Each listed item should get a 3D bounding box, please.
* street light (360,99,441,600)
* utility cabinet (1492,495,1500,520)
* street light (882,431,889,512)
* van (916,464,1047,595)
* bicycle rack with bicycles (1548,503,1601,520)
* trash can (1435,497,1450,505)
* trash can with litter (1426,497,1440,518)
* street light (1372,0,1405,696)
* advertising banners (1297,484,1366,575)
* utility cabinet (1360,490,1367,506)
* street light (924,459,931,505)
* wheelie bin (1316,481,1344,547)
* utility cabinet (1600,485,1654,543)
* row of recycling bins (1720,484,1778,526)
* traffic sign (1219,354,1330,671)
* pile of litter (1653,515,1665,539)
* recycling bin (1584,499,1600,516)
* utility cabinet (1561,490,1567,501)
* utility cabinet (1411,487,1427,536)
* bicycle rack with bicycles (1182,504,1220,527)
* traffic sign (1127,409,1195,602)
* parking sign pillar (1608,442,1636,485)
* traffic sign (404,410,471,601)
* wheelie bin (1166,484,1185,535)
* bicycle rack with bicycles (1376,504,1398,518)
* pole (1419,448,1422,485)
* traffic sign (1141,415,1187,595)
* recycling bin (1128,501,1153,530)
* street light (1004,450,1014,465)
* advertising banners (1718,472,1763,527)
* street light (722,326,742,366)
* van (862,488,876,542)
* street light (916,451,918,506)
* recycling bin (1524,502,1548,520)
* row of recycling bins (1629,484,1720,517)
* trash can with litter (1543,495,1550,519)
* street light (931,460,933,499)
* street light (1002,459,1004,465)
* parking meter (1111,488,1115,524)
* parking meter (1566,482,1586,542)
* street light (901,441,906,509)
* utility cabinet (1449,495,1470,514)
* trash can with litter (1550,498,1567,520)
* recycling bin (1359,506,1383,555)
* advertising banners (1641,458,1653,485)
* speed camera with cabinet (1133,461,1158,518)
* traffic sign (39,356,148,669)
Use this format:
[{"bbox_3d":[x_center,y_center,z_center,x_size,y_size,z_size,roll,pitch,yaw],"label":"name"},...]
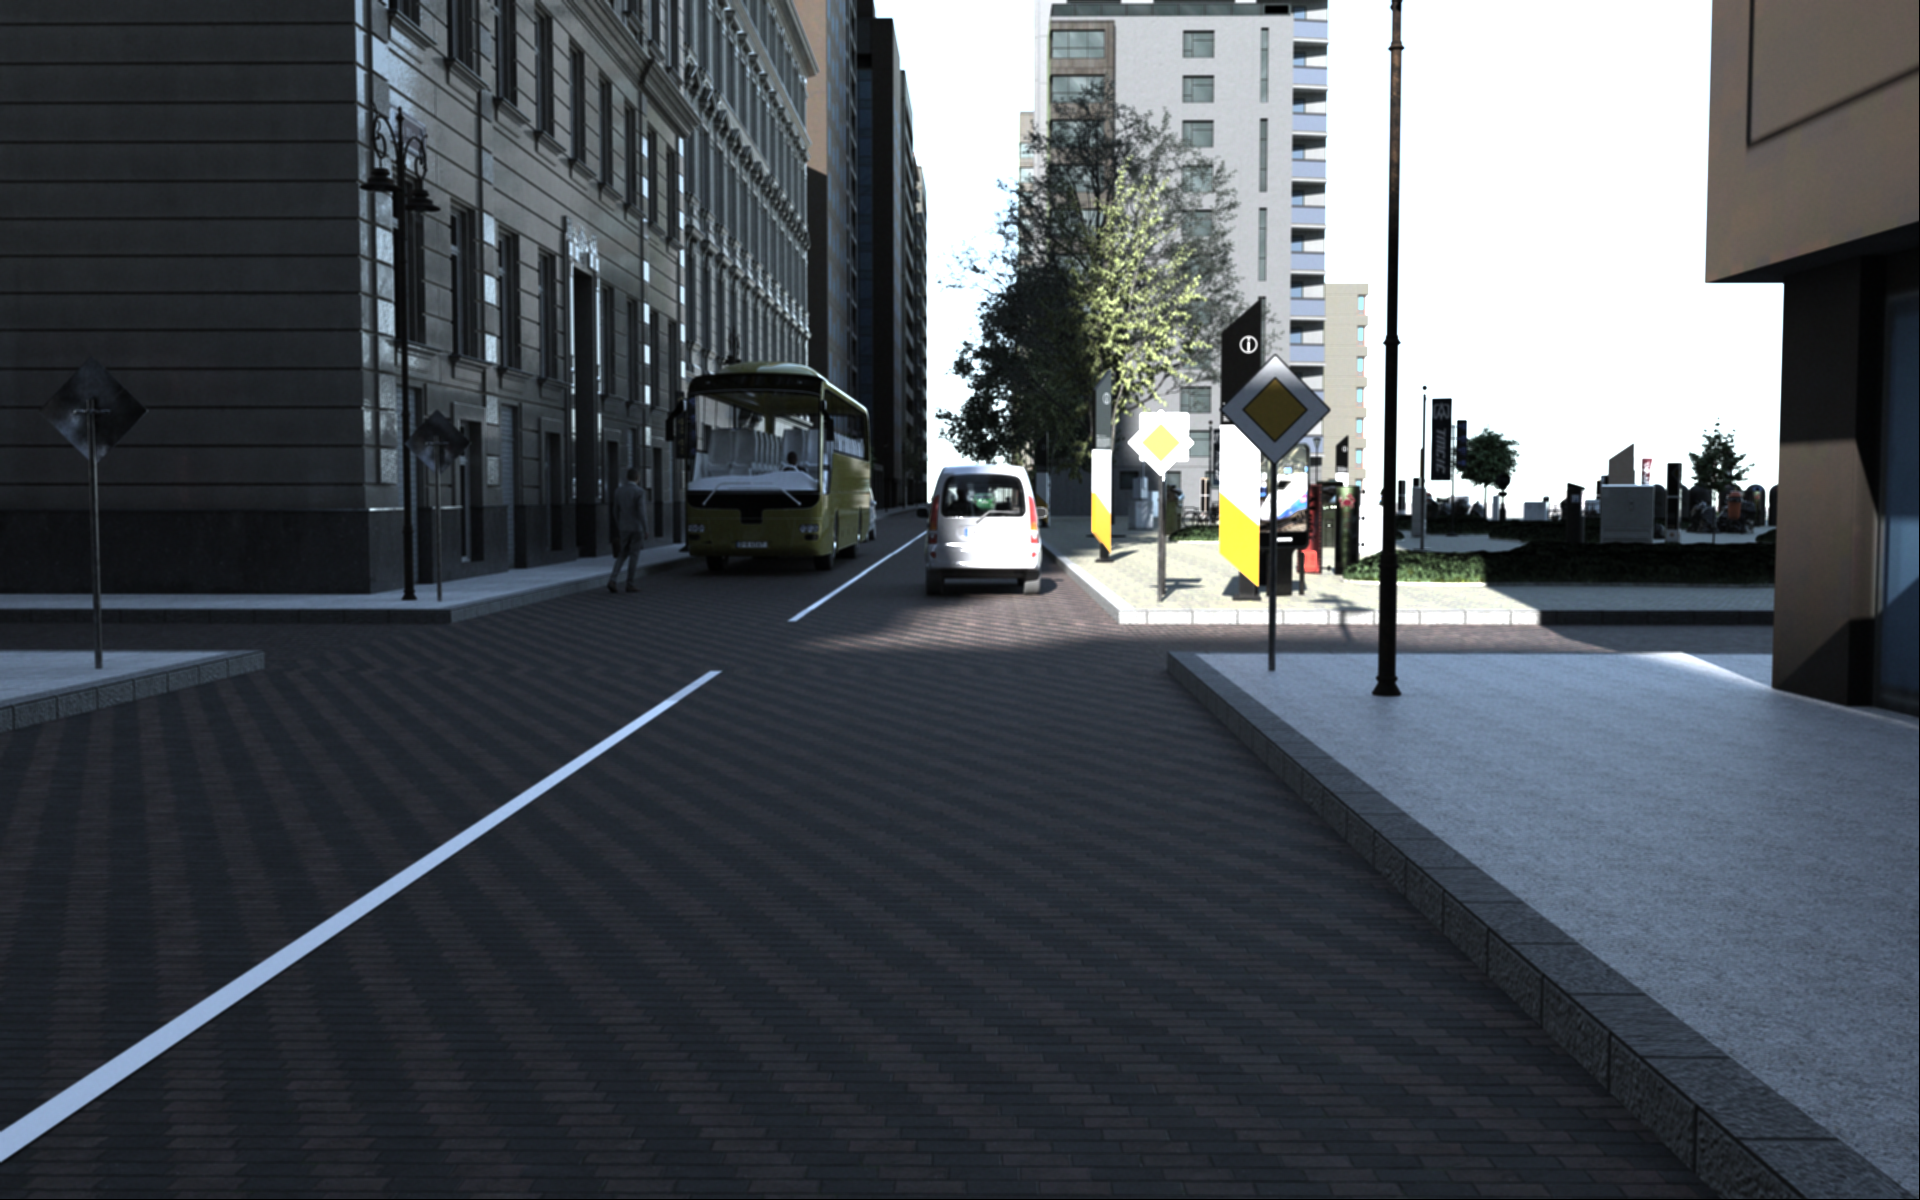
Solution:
[{"bbox_3d":[-6.679,-2.938,20.830,0.468,5.910,1.993,0,4,1],"label":"street light"},{"bbox_3d":[26.041,-4.460,84.089,0.306,1.237,1.020,1,4,21],"label":"utility cabinet"},{"bbox_3d":[-5.298,-9.269,124.336,0.468,5.910,1.993,0,4,1],"label":"street light"},{"bbox_3d":[0.330,-1.163,26.023,2.013,2.044,4.112,0,3,0],"label":"van"},{"bbox_3d":[25.749,-3.609,72.388,2.925,0.926,2.852,-3,5,-40],"label":"bicycle rack with bicycles"},{"bbox_3d":[23.467,-4.438,84.208,0.748,1.137,0.748,0,3,0],"label":"trash can"},{"bbox_3d":[19.139,-3.538,69.241,1.055,1.170,0.624,1,4,16],"label":"trash can with litter"},{"bbox_3d":[2.728,-2.331,10.899,0.468,5.910,1.993,0,4,1],"label":"street light"},{"bbox_3d":[5.653,-1.935,27.825,0.090,3.025,2.074,-3,4,-39],"label":"advertising banners"},{"bbox_3d":[21.854,-5.215,93.942,0.318,1.500,1.173,0,4,7],"label":"utility cabinet"},{"bbox_3d":[-4.097,-14.390,208.064,0.468,5.910,1.993,0,4,1],"label":"street light"},{"bbox_3d":[8.942,-2.071,41.773,0.980,1.594,0.693,1,4,12],"label":"wheelie bin"},{"bbox_3d":[15.970,-2.005,41.464,1.173,1.500,0.318,2,4,24],"label":"utility cabinet"},{"bbox_3d":[32.745,-3.866,70.320,3.534,1.692,1.069,1,4,14],"label":"row of recycling bins"},{"bbox_3d":[2.266,-0.544,12.535,0.795,2.450,0.064,0,4,1],"label":"traffic sign"},{"bbox_3d":[19.992,-2.220,50.256,1.176,0.858,1.719,-2,4,-31],"label":"pile of litter"},{"bbox_3d":[30.186,-4.280,82.525,0.722,1.027,0.722,0,4,5],"label":"recycling bin"},{"bbox_3d":[33.521,-5.273,94.894,0.318,1.500,1.173,-2,4,-29],"label":"utility cabinet"},{"bbox_3d":[13.837,-2.659,52.147,0.318,1.500,1.173,1,4,22],"label":"utility cabinet"},{"bbox_3d":[9.647,-3.116,64.326,2.925,0.926,2.852,2,4,25],"label":"bicycle rack with bicycles"},{"bbox_3d":[2.371,-1.032,20.520,0.795,2.450,0.064,0,4,1],"label":"traffic sign"},{"bbox_3d":[34.638,-6.251,90.684,1.447,3.967,1.447,3,4,37],"label":"parking sign pillar"},{"bbox_3d":[-6.222,-1.040,20.653,0.795,2.450,0.064,0,4,1],"label":"traffic sign"},{"bbox_3d":[6.631,-2.835,54.255,0.693,1.594,0.980,2,4,29],"label":"wheelie bin"},{"bbox_3d":[14.983,-3.170,65.208,2.925,0.926,2.852,-2,4,-26],"label":"bicycle rack with bicycles"},{"bbox_3d":[20.580,-5.102,77.257,0.158,3.312,0.155,0,3,0],"label":"pole"},{"bbox_3d":[2.582,-1.213,21.955,0.606,2.300,0.079,0,4,7],"label":"traffic sign"},{"bbox_3d":[6.527,-3.059,62.565,0.722,1.027,0.722,-1,4,-15],"label":"recycling bin"},{"bbox_3d":[4.834,-12.173,171.816,0.468,5.910,1.993,0,4,1],"label":"street light"},{"bbox_3d":[30.774,-4.400,68.123,2.074,3.025,0.090,-1,4,-20],"label":"advertising banners"},{"bbox_3d":[-6.213,-4.587,47.784,0.468,5.910,1.993,0,4,1],"label":"street light"},{"bbox_3d":[-3.521,-2.814,53.028,2.013,2.044,4.112,0,4,2],"label":"van"},{"bbox_3d":[-4.508,-12.716,180.695,0.468,5.910,1.993,0,4,1],"label":"street light"},{"bbox_3d":[19.417,-2.804,58.396,0.722,1.027,0.722,2,4,24],"label":"recycling bin"},{"bbox_3d":[28.306,-3.803,69.291,3.534,1.692,1.069,0,4,-1],"label":"row of recycling bins"},{"bbox_3d":[30.036,-4.731,88.416,1.678,1.210,2.233,-1,4,-13],"label":"trash can with litter"},{"bbox_3d":[-3.861,-16.069,235.520,0.468,5.910,1.993,0,4,1],"label":"street light"},{"bbox_3d":[5.149,-13.918,200.349,0.468,5.910,1.993,0,4,1],"label":"street light"},{"bbox_3d":[6.369,-3.968,73.291,0.372,1.533,0.369,0,3,0],"label":"parking meter"},{"bbox_3d":[12.995,-1.722,36.567,0.372,1.533,0.369,0,3,0],"label":"parking meter"},{"bbox_3d":[-4.927,-10.940,151.652,0.468,5.910,1.993,0,4,1],"label":"street light"},{"bbox_3d":[25.832,-4.799,89.625,1.020,1.237,0.306,3,5,40],"label":"utility cabinet"},{"bbox_3d":[28.694,-4.358,82.633,1.055,1.170,0.624,3,5,43],"label":"trash can with litter"},{"bbox_3d":[8.652,-1.497,37.029,0.722,1.027,0.722,1,4,9],"label":"recycling bin"},{"bbox_3d":[32.439,-5.365,83.913,2.074,3.025,0.090,1,4,19],"label":"advertising banners"},{"bbox_3d":[10.195,-6.122,94.435,0.660,3.252,2.038,3,4,39],"label":"speed camera with cabinet"},{"bbox_3d":[-6.328,-0.552,12.669,0.795,2.450,0.064,0,4,1],"label":"traffic sign"}]
